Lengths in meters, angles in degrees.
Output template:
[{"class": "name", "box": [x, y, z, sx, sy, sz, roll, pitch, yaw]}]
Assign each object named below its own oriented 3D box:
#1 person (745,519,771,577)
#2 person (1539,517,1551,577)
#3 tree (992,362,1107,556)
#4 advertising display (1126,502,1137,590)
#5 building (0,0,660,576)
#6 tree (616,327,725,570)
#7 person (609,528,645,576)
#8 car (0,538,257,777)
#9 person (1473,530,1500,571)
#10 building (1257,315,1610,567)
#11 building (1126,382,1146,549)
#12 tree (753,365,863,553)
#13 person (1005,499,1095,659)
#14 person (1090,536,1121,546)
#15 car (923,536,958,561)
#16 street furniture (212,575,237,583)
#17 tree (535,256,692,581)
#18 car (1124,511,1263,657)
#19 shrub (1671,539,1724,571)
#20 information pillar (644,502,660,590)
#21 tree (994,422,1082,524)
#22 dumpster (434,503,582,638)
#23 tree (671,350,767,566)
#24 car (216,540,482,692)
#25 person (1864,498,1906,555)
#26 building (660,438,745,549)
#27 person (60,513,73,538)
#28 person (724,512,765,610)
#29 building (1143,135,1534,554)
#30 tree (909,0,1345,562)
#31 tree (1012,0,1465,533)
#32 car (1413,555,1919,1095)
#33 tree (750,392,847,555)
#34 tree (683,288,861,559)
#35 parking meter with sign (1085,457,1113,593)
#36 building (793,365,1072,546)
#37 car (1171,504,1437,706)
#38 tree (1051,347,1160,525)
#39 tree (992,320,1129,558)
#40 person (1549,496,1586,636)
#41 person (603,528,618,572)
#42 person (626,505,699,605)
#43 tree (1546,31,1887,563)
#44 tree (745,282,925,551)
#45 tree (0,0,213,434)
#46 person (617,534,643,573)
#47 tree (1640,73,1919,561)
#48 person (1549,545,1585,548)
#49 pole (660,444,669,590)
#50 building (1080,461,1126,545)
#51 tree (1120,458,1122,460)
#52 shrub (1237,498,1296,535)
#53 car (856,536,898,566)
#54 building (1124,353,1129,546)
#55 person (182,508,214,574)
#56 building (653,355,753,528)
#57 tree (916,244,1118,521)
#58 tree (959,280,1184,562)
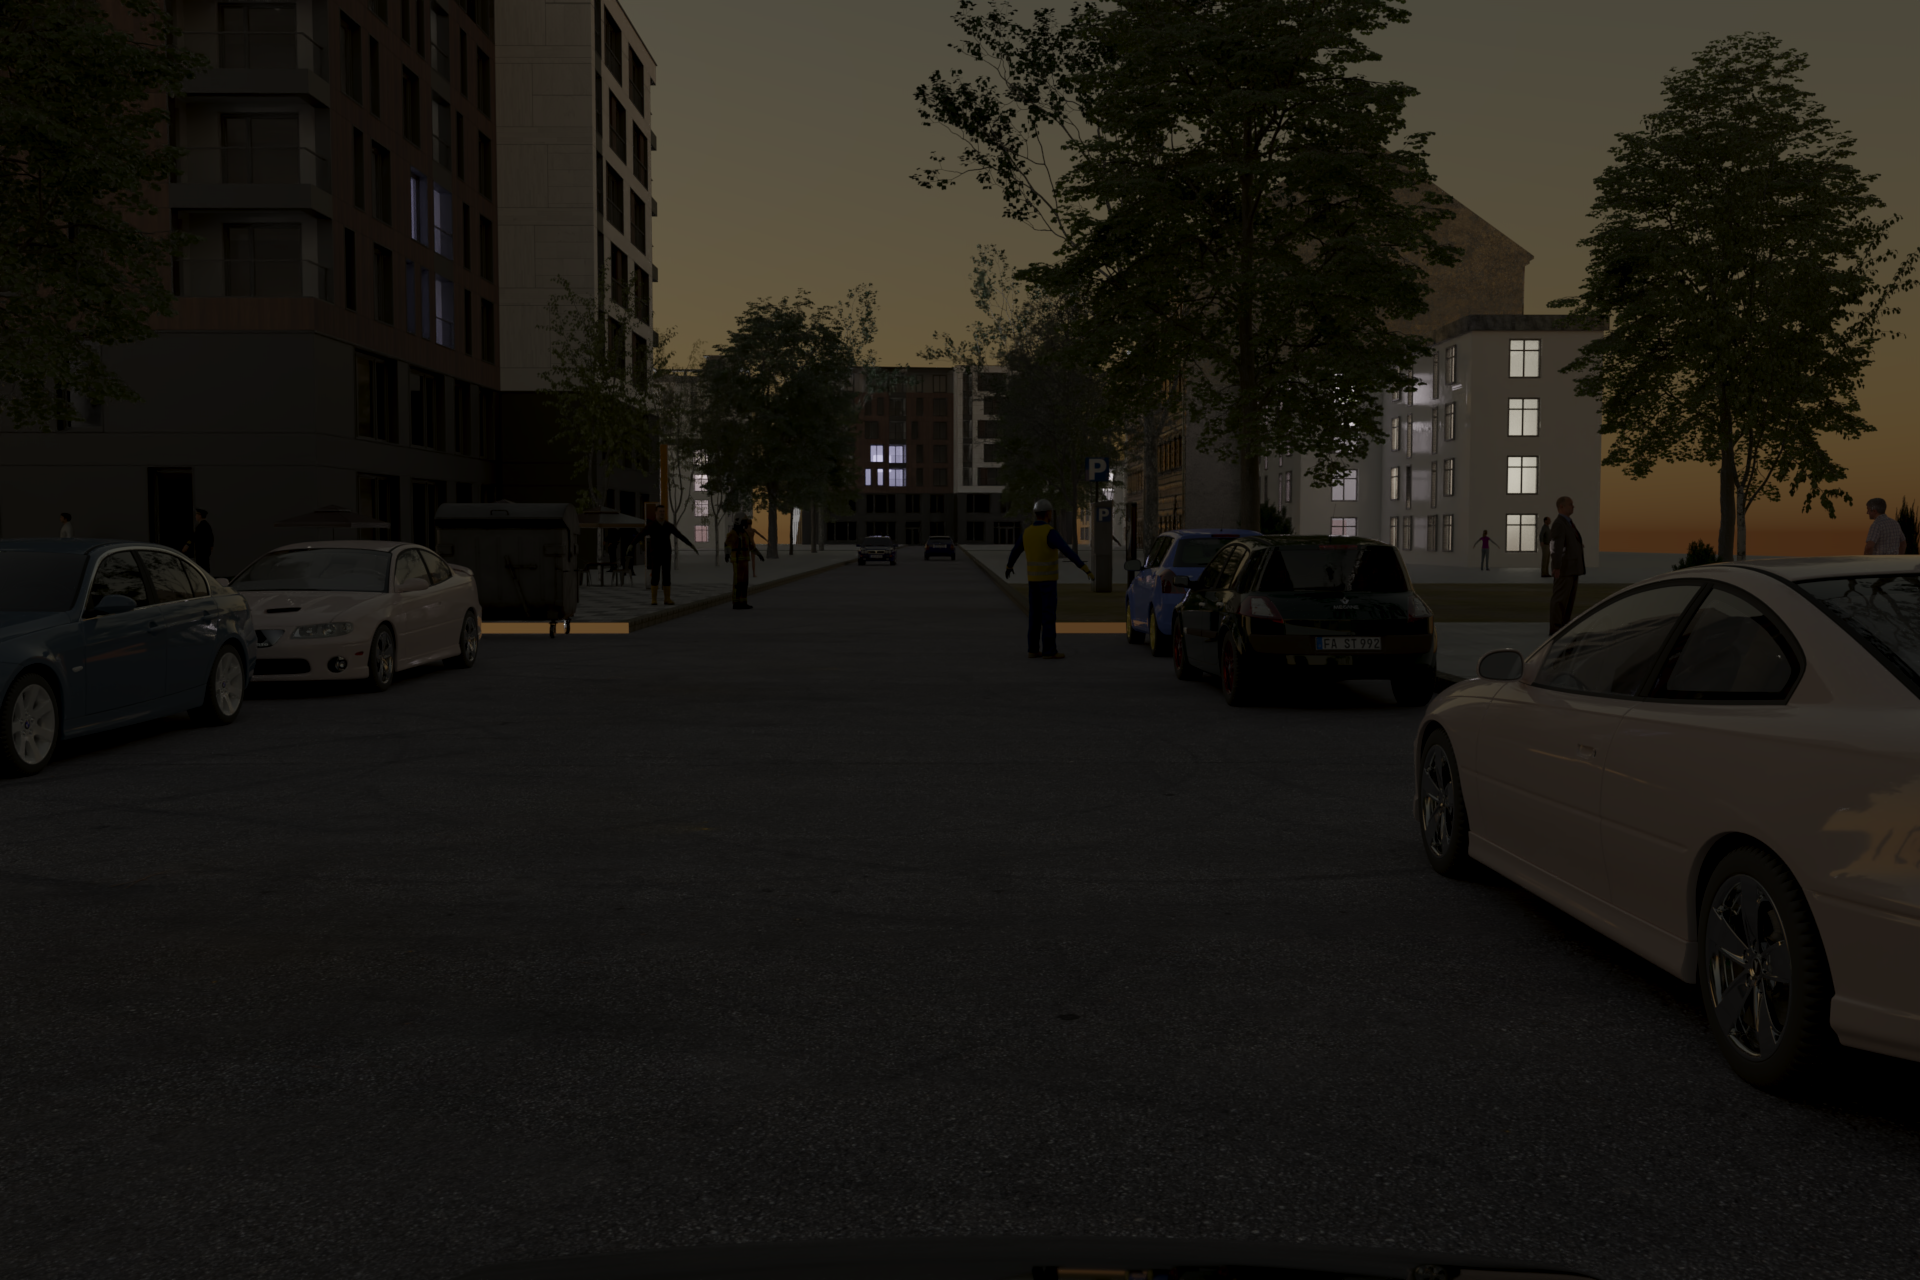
[{"class": "person", "box": [-6.229, -2.734, 51.500, 1.217, 1.733, 0.721, 0, 4, 5]}, {"class": "person", "box": [17.384, -2.752, 51.272, 0.705, 1.796, 1.348, 3, 4, 38]}, {"class": "tree", "box": [5.433, -10.738, 101.318, 9.928, 11.665, 9.643, 0, 3, 0]}, {"class": "advertising display", "box": [3.482, -1.835, 35.210, 0.123, 1.923, 0.974, 0, 4, -1]}, {"class": "building", "box": [-26.938, -13.178, 59.441, 27.936, 21.610, 32.646, 0, 4, -1]}, {"class": "tree", "box": [-10.108, -6.816, 61.800, 4.360, 8.622, 3.978, 0, 3, 0]}, {"class": "person", "box": [-10.205, -2.880, 53.276, 1.347, 1.806, 0.705, 1, 4, 12]}, {"class": "car", "box": [-6.340, 0.017, 11.725, 2.014, 1.417, 4.499, 0, 3, 0]}, {"class": "person", "box": [18.461, -3.151, 60.784, 0.991, 1.433, 0.599, 3, 5, 42]}, {"class": "building", "box": [20.230, -8.455, 80.384, 9.099, 9.664, 28.070, 0, 3, 0]}, {"class": "building", "box": [24.688, -19.562, 150.767, 19.493, 23.208, 18.063, 0, 3, 0]}, {"class": "tree", "box": [-10.289, -12.146, 116.708, 7.486, 12.596, 7.792, 0, 3, 0]}, {"class": "person", "box": [0.976, -0.707, 19.983, 1.349, 1.833, 0.705, 3, 5, 45]}, {"class": "person", "box": [4.305, -2.792, 51.773, 1.348, 1.813, 0.705, -3, 5, -44]}, {"class": "car", "box": [-1.092, -5.052, 95.178, 1.945, 1.354, 3.894, 0, 4, 0]}, {"class": "street furniture", "box": [-14.569, -0.930, 30.831, 5.734, 0.657, 10.072, 0, 4, -7]}, {"class": "tree", "box": [-9.657, -5.913, 47.048, 4.737, 8.622, 4.395, 0, 3, 0]}, {"class": "car", "box": [3.048, -0.731, 21.547, 1.945, 1.707, 3.694, 0, 4, -1]}, {"class": "shrub", "box": [14.849, -1.449, 34.813, 1.383, 1.207, 1.383, 0, 3, 0]}, {"class": "information pillar", "box": [-7.125, -2.180, 40.143, 0.304, 2.012, 0.304, 0, 3, 0]}, {"class": "tree", "box": [5.793, -12.839, 128.040, 7.486, 12.596, 7.792, 0, 3, 0]}, {"class": "dumpster", "box": [-6.316, -0.980, 24.236, 1.865, 1.857, 1.264, 0, 4, -1]}, {"class": "tree", "box": [-9.693, -7.261, 69.086, 4.360, 8.622, 3.978, 0, 3, 0]}, {"class": "car", "box": [-6.144, -0.295, 17.180, 2.083, 1.381, 4.827, 0, 3, 0]}, {"class": "person", "box": [10.893, -0.831, 20.561, 0.756, 1.711, 0.436, -1, 4, -23]}, {"class": "building", "box": [-25.030, -13.678, 165.775, 9.099, 9.664, 28.070, 0, 3, 0]}, {"class": "person", "box": [-22.113, -2.240, 42.818, 0.705, 1.806, 1.347, -2, 4, -33]}, {"class": "person", "box": [-4.158, -1.515, 33.002, 0.705, 1.858, 1.354, 2, 4, 24]}, {"class": "building", "box": [21.356, -16.662, 103.355, 19.493, 23.208, 18.063, 0, 4, -1]}, {"class": "tree", "box": [4.293, -11.729, 47.656, 12.611, 20.169, 13.585, 0, 3, 0]}, {"class": "tree", "box": [4.770, -6.826, 29.739, 7.486, 12.596, 7.792, 0, 3, 0]}, {"class": "car", "box": [2.936, 0.400, 5.817, 2.083, 1.381, 4.827, 0, 4, -1]}, {"class": "tree", "box": [-10.064, -10.483, 105.815, 8.767, 10.594, 7.601, 3, 5, 45]}, {"class": "tree", "box": [-9.917, -11.233, 90.311, 9.857, 13.997, 8.962, 0, 3, 0]}, {"class": "parking meter with sign", "box": [3.139, -2.589, 38.592, 0.543, 3.016, 1.738, 0, 4, -2]}, {"class": "building", "box": [-4.473, -22.910, 221.008, 32.646, 21.610, 27.936, -1, 4, -8]}, {"class": "car", "box": [3.025, -0.370, 15.833, 2.009, 1.686, 4.222, 0, 4, -2]}, {"class": "tree", "box": [5.133, -7.109, 66.599, 4.360, 8.622, 3.978, 0, 3, 0]}, {"class": "tree", "box": [5.460, -10.651, 92.276, 7.486, 12.596, 7.792, 0, 3, 0]}, {"class": "person", "box": [7.666, -0.930, 21.809, 0.434, 1.755, 0.990, 3, 5, 40]}, {"class": "person", "box": [-11.696, -3.178, 58.181, 0.704, 1.802, 1.346, 0, 4, 8]}, {"class": "person", "box": [-5.400, -1.541, 31.329, 1.346, 1.812, 0.704, -2, 4, -26]}, {"class": "tree", "box": [17.516, -7.464, 40.169, 7.486, 12.596, 7.792, 0, 3, 0]}, {"class": "tree", "box": [-9.122, -16.742, 129.618, 12.611, 20.169, 13.585, 0, 3, 0]}, {"class": "tree", "box": [-12.613, -6.249, 20.306, 7.486, 12.596, 7.792, 0, 3, 0]}, {"class": "person", "box": [-10.822, -3.067, 56.617, 1.216, 1.772, 0.721, 3, 5, 39]}, {"class": "tree", "box": [12.873, -4.753, 28.074, 4.737, 8.622, 4.395, 0, 3, 0]}, {"class": "person", "box": [16.326, -2.501, 46.743, 1.347, 1.847, 0.705, -2, 4, -31]}, {"class": "pole", "box": [-6.736, -2.793, 39.513, 0.158, 3.312, 0.155, 0, 3, 0]}, {"class": "building", "box": [19.243, -15.646, 197.967, 9.099, 9.664, 28.070, 0, 4, -1]}, {"class": "tree", "box": [20.784, -18.172, 222.869, 9.928, 11.665, 9.643, 0, 3, 0]}, {"class": "shrub", "box": [6.558, -2.042, 37.421, 1.661, 2.075, 1.752, 0, 3, 0]}, {"class": "car", "box": [-3.804, -4.119, 79.931, 1.945, 1.354, 3.894, 0, 4, -1]}, {"class": "building", "box": [21.953, -19.565, 176.312, 16.016, 20.090, 11.380, 0, 4, 0]}, {"class": "person", "box": [-16.178, -1.896, 36.928, 0.705, 1.837, 1.347, 0, 4, 0]}, {"class": "building", "box": [-28.568, -20.042, 184.111, 16.016, 20.090, 11.380, 0, 4, 0]}, {"class": "tree", "box": [3.740, -15.812, 114.422, 12.611, 20.169, 13.585, 0, 3, 0]}, {"class": "tree", "box": [5.159, -10.323, 79.158, 12.009, 13.543, 11.850, 0, 3, 0]}]
